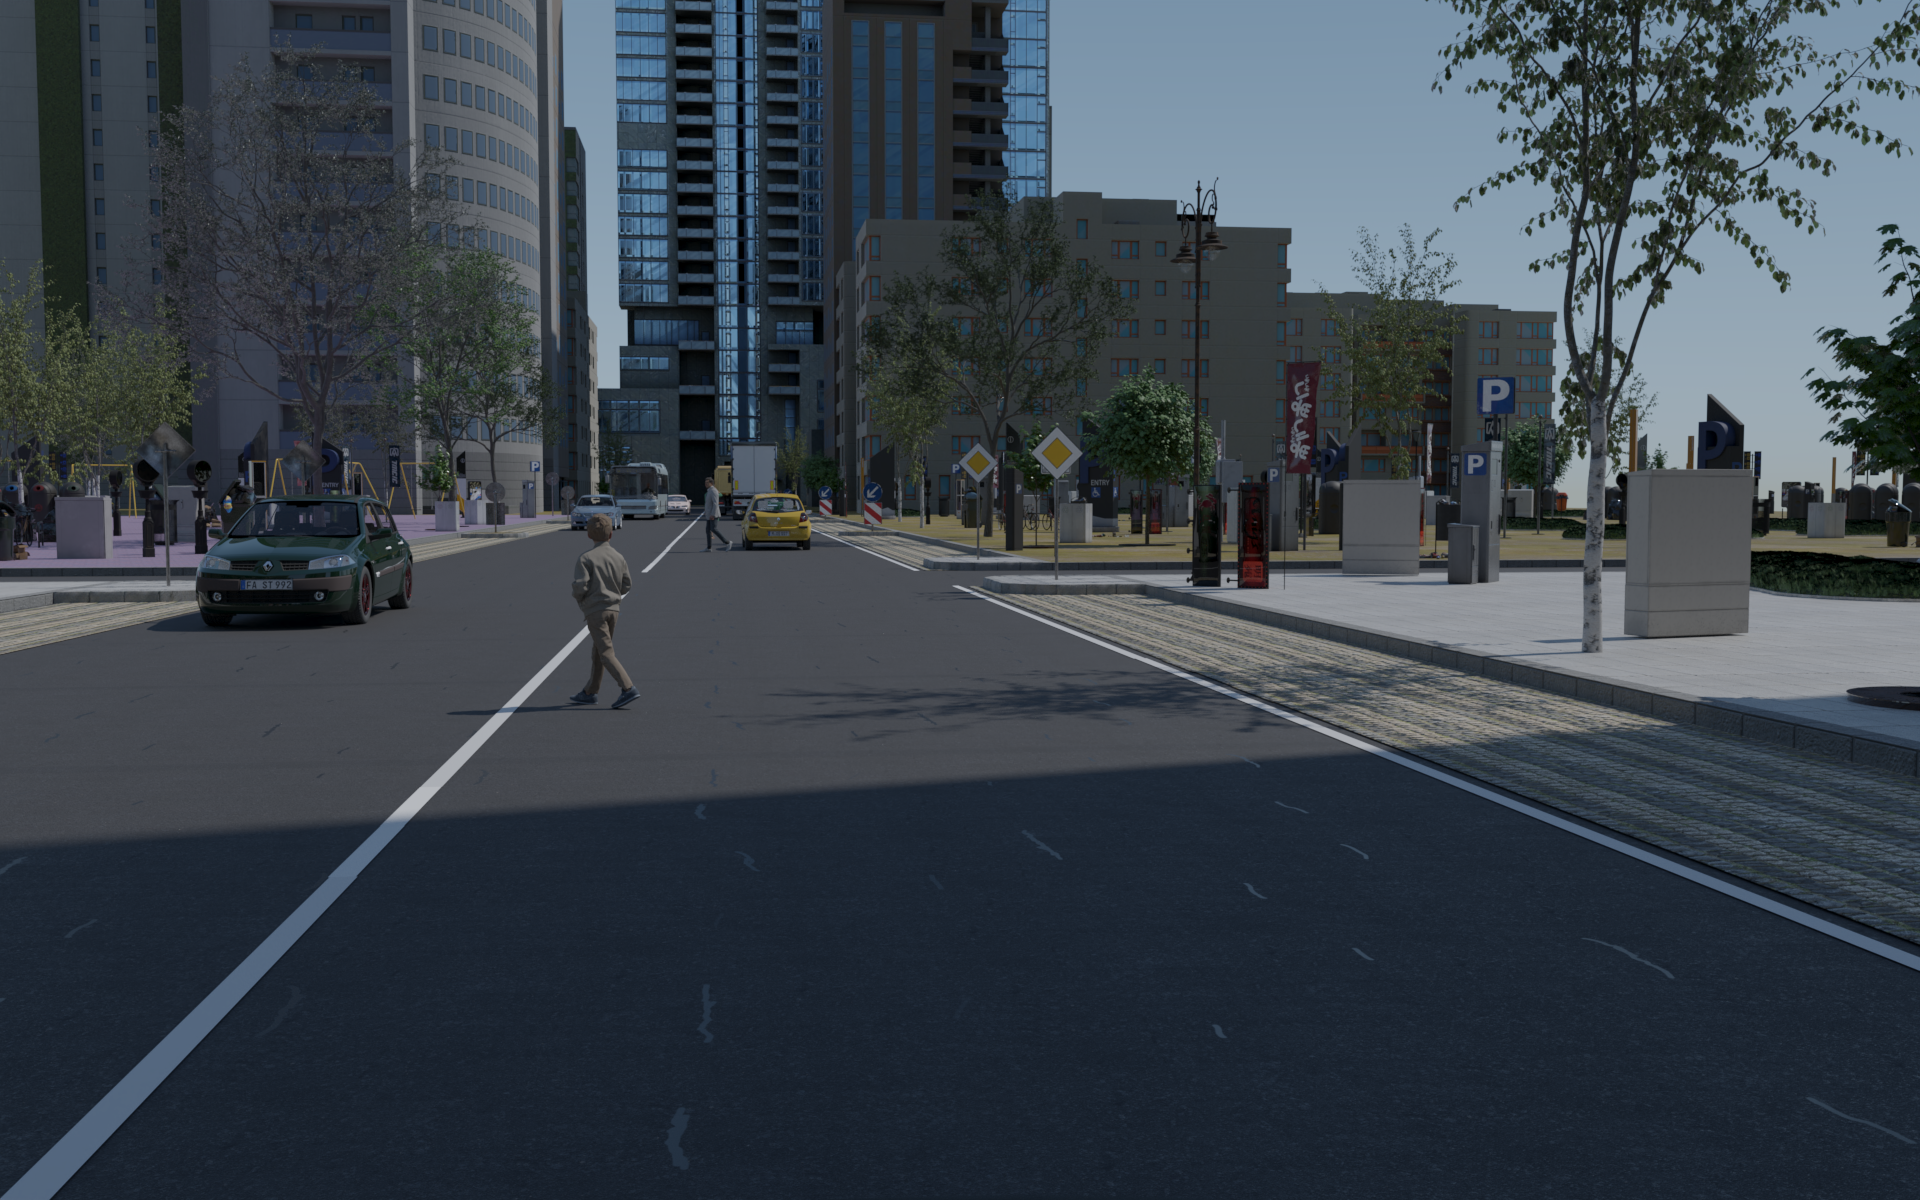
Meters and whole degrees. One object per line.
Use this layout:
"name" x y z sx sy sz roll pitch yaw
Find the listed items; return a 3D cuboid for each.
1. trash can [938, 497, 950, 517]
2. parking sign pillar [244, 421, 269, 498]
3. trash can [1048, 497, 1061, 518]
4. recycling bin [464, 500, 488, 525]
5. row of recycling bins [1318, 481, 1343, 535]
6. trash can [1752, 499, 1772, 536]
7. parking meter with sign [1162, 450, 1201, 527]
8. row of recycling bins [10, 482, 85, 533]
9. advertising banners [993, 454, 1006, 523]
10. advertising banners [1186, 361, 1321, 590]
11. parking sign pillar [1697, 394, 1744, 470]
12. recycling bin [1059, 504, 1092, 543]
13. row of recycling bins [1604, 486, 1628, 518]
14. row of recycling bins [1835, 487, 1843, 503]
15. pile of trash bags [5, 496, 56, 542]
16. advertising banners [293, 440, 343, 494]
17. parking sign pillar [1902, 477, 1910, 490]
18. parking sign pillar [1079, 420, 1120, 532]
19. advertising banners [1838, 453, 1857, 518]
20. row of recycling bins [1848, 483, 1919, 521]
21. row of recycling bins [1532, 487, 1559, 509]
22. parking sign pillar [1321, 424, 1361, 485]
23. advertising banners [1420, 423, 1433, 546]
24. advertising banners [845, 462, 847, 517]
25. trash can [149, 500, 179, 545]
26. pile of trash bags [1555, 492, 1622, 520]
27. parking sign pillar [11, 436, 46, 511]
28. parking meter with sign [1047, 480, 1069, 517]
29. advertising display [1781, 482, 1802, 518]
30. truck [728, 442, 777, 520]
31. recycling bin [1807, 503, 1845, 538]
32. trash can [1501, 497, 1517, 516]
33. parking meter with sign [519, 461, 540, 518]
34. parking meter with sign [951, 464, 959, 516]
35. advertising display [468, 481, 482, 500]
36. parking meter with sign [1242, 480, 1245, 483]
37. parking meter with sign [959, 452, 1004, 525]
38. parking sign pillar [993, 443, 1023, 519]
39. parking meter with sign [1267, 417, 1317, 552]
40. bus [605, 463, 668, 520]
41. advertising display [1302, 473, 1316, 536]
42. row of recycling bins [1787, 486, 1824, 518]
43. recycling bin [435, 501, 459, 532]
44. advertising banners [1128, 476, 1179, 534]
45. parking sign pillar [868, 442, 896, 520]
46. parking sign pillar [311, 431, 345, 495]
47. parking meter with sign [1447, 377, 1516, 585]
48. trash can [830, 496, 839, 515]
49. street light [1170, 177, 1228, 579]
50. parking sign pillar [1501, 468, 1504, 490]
"trash can" -0.894 -5.261 97.667 0.748 1.137 0.748 0 3 0
"parking sign pillar" -25.848 -4.597 63.627 1.447 3.967 1.447 0 4 -1
"trash can" 5.002 -4.896 91.704 0.748 1.137 0.748 0 3 0
"recycling bin" -20.345 -3.689 72.875 0.722 1.027 0.722 2 4 28
"row of recycling bins" 12.451 -3.015 56.404 1.069 1.692 3.534 2 4 24
"trash can" 24.636 -2.554 53.407 0.748 1.137 0.748 0 3 0
"parking meter with sign" 8.447 -4.323 66.948 1.738 3.016 0.543 -2 4 -28
"row of recycling bins" -31.206 -3.113 58.012 3.534 1.692 1.069 -1 4 -13
"advertising banners" 2.039 -4.937 76.913 0.090 3.025 2.074 3 5 42
"advertising banners" 3.960 -1.668 23.457 2.074 3.025 0.090 3 5 42
"parking sign pillar" 20.175 -3.518 45.987 1.447 3.967 1.447 -1 4 -16
"recycling bin" 3.057 -2.026 45.678 0.722 1.027 0.722 1 4 19
"row of recycling bins" 34.449 -5.153 91.366 1.069 1.692 3.534 -1 4 -13
"row of recycling bins" 56.025 -6.143 107.553 3.534 1.692 1.069 0 4 1
"pile of trash bags" -25.427 -2.251 46.558 3.447 1.369 1.912 0 4 -1
"advertising banners" -21.189 -3.732 57.209 0.090 3.025 2.074 2 4 25
"parking sign pillar" 52.810 -6.575 95.974 1.447 3.967 1.447 0 4 -2
"parking sign pillar" 4.683 -4.288 58.577 1.447 3.967 1.447 2 4 31
"advertising banners" 36.418 -4.582 71.101 0.090 3.025 2.074 1 4 11
"row of recycling bins" 35.010 -3.506 64.434 3.534 1.692 1.069 3 4 37
"row of recycling bins" 35.531 -6.015 105.454 1.069 1.692 3.534 0 4 2
"parking sign pillar" 14.815 -4.734 65.880 1.447 3.967 1.447 2 4 33
"advertising banners" 11.302 -2.828 42.426 0.090 3.025 2.074 2 4 29
"advertising banners" -6.233 -6.030 94.774 0.090 3.025 2.074 0 4 -2
"trash can" -19.977 -1.946 43.463 0.748 1.137 0.748 0 3 0
"pile of trash bags" 31.366 -4.664 86.006 3.447 1.369 1.912 1 4 23
"parking sign pillar" -41.450 -5.420 77.083 1.447 3.967 1.447 0 4 2
"parking meter with sign" 5.693 -6.117 96.279 1.738 3.016 0.543 0 4 1
"advertising display" 42.958 -5.156 89.517 0.123 1.923 0.974 -3 5 -39
"truck" -11.772 -6.698 98.427 2.839 4.237 11.283 0 4 -7
"recycling bin" 25.269 -2.322 50.522 0.722 1.027 0.722 -1 4 -14
"trash can" 25.214 -4.154 79.570 0.748 1.137 0.748 0 3 0
"parking meter with sign" -23.088 -5.899 92.715 0.543 3.016 1.738 -3 4 -38
"parking meter with sign" -0.019 -6.403 100.947 0.543 3.016 1.738 1 4 15
"advertising display" -24.058 -4.934 85.878 0.123 1.923 0.974 1 4 19
"parking meter with sign" 14.838 -5.886 92.495 1.738 3.016 0.543 1 4 23
"parking meter with sign" 0.931 -4.604 71.533 1.738 3.016 0.543 0 4 4
"parking sign pillar" 2.543 -6.118 88.508 1.447 3.967 1.447 -1 4 -17
"parking meter with sign" 7.232 -2.608 38.903 1.738 3.016 0.543 -3 5 -41
"bus" -18.380 -6.404 99.563 2.948 3.499 13.247 0 4 -7
"advertising display" 10.678 -2.922 52.982 0.123 1.923 0.974 0 4 -5
"row of recycling bins" 41.264 -4.727 84.395 1.069 1.692 3.534 3 5 42
"recycling bin" -17.619 -2.872 59.516 0.722 1.027 0.722 -1 4 -9
"advertising banners" 6.227 -3.613 55.258 2.074 3.025 0.090 3 5 43
"parking sign pillar" -3.990 -6.079 87.856 1.447 3.967 1.447 -1 4 -21
"parking sign pillar" -27.024 -5.232 74.014 1.447 3.967 1.447 0 4 -3
"parking meter with sign" 7.571 -1.772 25.241 0.543 3.016 1.738 2 4 32
"trash can" -7.624 -5.774 106.052 0.748 1.137 0.748 0 3 0
"street light" 3.517 -3.235 25.677 0.468 5.910 1.993 0 4 -8
"parking sign pillar" 30.223 -6.723 98.386 1.447 3.967 1.447 2 4 35
